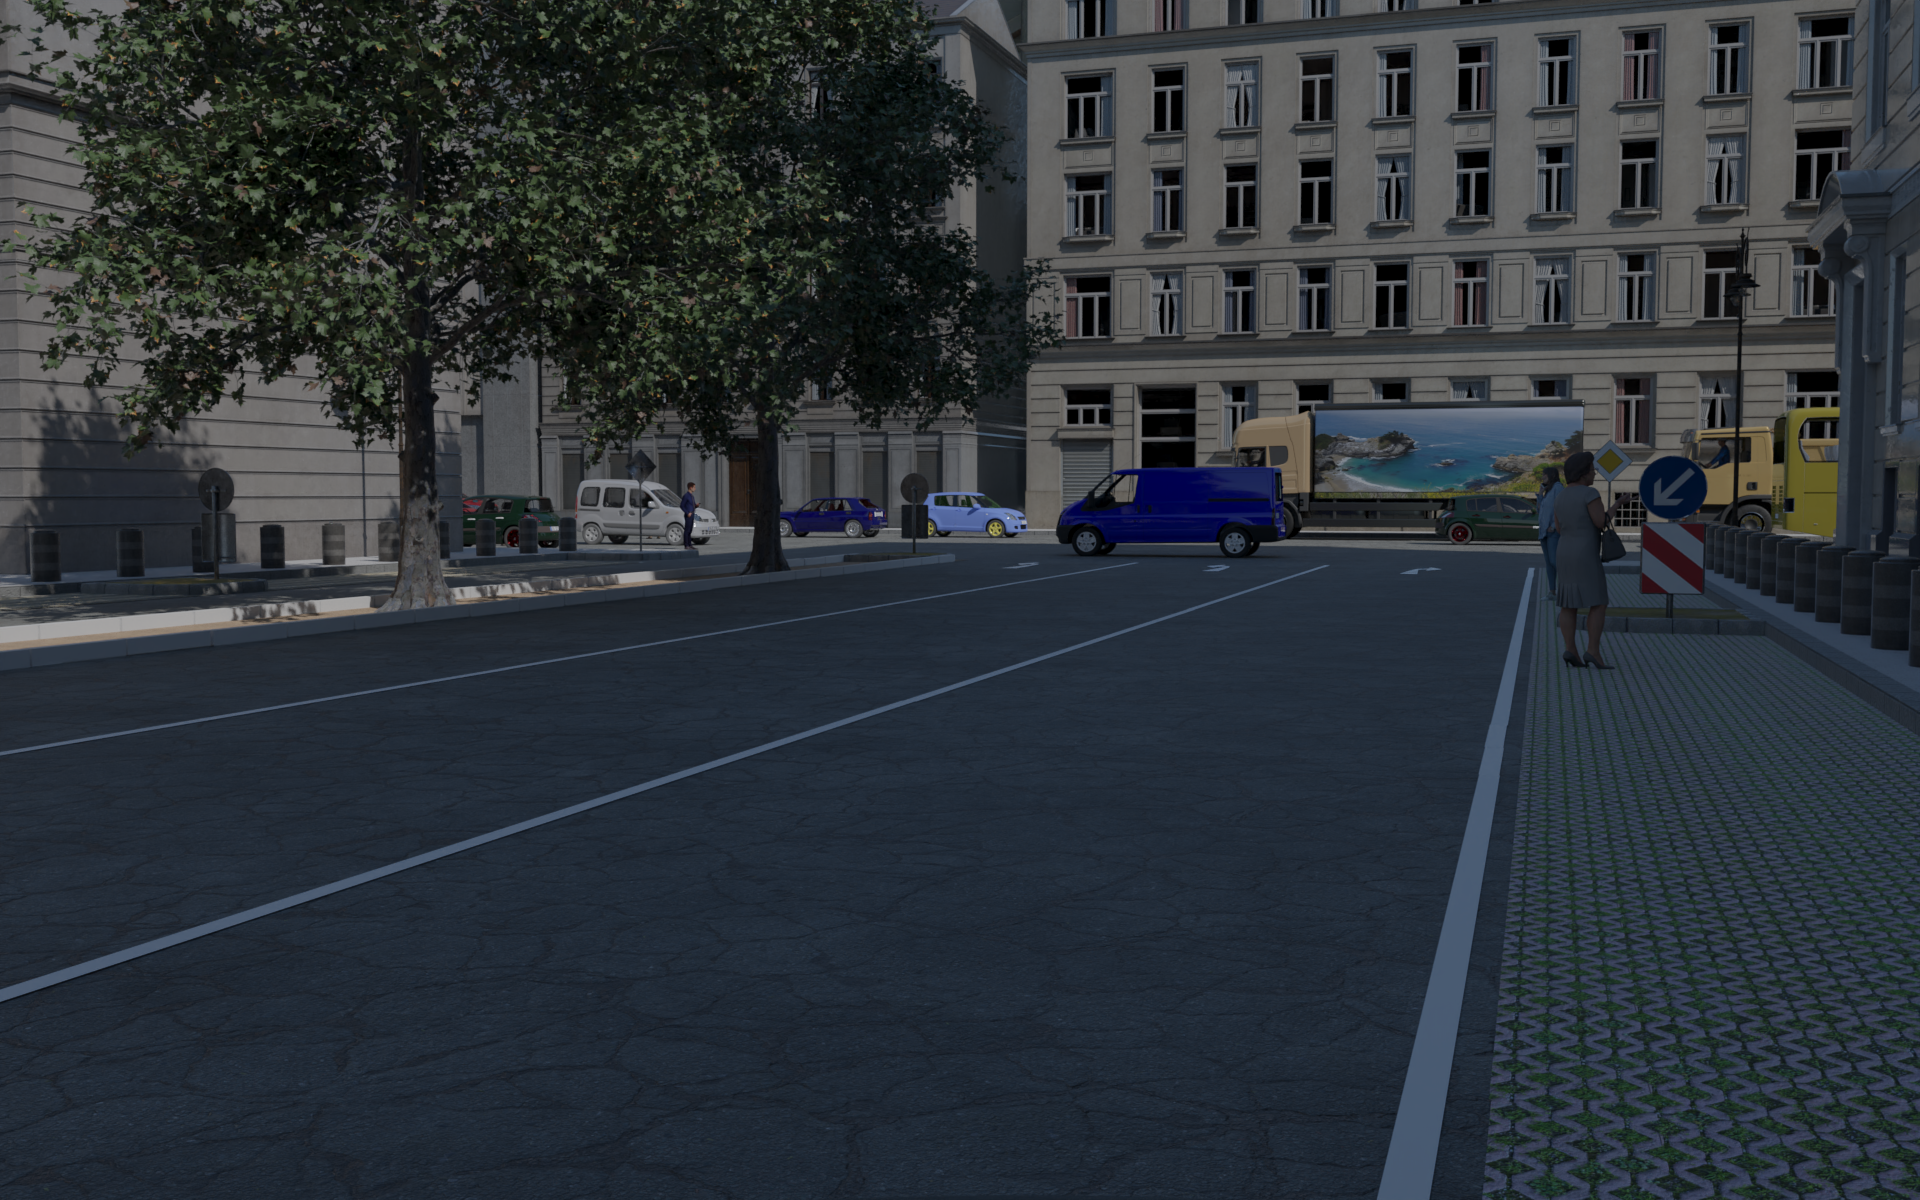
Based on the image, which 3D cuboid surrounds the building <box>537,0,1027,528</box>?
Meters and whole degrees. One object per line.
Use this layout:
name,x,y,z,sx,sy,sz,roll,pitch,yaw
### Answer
building,-6.872,-13.539,70.520,18.267,20.994,9.793,1,4,19

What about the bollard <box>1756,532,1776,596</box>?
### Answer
bollard,10.330,-0.437,21.867,0.404,0.777,0.398,0,3,0

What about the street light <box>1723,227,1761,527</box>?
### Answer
street light,13.606,-3.516,30.278,0.468,5.910,1.993,1,4,19

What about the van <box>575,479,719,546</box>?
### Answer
van,-8.867,-2.577,49.152,4.112,2.044,2.013,1,4,19

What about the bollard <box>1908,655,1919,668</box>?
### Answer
bollard,7.270,0.115,12.838,0.404,0.777,0.398,0,3,0

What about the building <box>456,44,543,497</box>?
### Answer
building,-24.635,-15.869,77.486,19.932,24.808,12.078,1,4,19

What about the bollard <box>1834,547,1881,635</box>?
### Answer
bollard,8.292,-0.069,15.853,0.404,0.777,0.398,0,3,0

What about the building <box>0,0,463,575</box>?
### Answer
building,-23.874,-11.881,36.057,24.055,21.916,13.314,1,4,19

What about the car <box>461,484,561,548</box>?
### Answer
car,-12.146,-2.119,44.434,4.222,1.686,2.009,1,4,19

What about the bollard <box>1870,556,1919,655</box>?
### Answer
bollard,7.779,0.023,14.346,0.404,0.777,0.398,0,3,0

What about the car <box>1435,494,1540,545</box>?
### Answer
car,15.551,-2.381,48.717,4.222,1.686,2.009,1,4,20

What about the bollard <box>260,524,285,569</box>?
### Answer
bollard,-11.874,-0.930,29.916,0.404,0.777,0.398,0,3,0

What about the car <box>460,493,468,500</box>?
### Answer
car,-19.644,-3.414,64.488,5.304,1.827,2.281,1,4,18

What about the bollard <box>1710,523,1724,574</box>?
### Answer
bollard,12.363,-0.805,27.877,0.404,0.777,0.398,0,3,0

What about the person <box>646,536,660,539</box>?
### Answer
person,-9.802,-2.743,55.403,0.516,1.574,0.319,-3,4,-37

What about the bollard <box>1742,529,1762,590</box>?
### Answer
bollard,10.838,-0.530,23.376,0.404,0.777,0.398,0,3,0

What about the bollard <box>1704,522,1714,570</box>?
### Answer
bollard,12.878,-0.898,29.393,0.404,0.777,0.398,0,3,0

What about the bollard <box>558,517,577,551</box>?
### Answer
bollard,-8.820,-1.481,38.931,0.404,0.777,0.398,0,3,0

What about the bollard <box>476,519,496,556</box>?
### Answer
bollard,-9.838,-1.297,35.930,0.404,0.777,0.398,0,3,0

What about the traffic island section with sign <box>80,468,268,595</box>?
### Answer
traffic island section with sign,-11.325,-1.022,25.332,1.989,1.847,2.006,1,4,19

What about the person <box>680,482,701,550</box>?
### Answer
person,-6.890,-2.157,44.476,0.504,1.737,0.576,0,4,4

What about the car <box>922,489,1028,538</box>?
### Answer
car,0.401,-2.926,57.429,3.694,1.707,1.945,1,4,20

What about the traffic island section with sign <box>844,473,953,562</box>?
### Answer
traffic island section with sign,-1.182,-1.762,36.944,2.006,1.907,1.989,1,4,19

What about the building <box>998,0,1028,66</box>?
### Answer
building,12.947,-31.603,140.416,21.300,48.544,21.600,1,4,19

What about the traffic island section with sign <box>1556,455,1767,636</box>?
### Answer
traffic island section with sign,7.468,-0.608,18.574,1.989,1.847,2.006,1,4,19

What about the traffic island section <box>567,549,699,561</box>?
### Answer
traffic island section,-7.151,-1.005,38.709,2.009,0.180,2.903,1,4,19

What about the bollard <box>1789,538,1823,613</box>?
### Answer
bollard,9.311,-0.253,18.860,0.404,0.777,0.398,0,3,0

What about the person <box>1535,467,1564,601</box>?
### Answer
person,7.949,-0.877,23.099,0.793,1.790,0.793,-3,4,-36

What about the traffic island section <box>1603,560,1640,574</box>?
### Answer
traffic island section,12.070,-0.608,32.217,2.009,0.180,2.903,1,4,19

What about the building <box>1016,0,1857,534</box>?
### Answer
building,18.203,-14.179,65.115,30.059,22.955,16.112,1,4,19

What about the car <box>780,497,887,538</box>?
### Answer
car,-4.450,-2.738,57.341,3.894,1.354,1.945,1,4,18

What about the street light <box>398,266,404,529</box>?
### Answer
street light,-10.867,-3.721,33.626,0.468,5.910,1.993,1,4,19

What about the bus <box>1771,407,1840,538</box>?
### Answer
bus,26.533,-3.084,41.962,12.252,3.916,2.896,1,4,18

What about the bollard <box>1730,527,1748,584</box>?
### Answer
bollard,11.347,-0.621,24.876,0.404,0.777,0.398,0,3,0

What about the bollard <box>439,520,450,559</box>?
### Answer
bollard,-10.345,-1.205,34.426,0.404,0.777,0.398,0,3,0

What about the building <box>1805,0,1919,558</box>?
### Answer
building,17.925,-14.197,18.027,13.634,28.700,20.117,1,4,19

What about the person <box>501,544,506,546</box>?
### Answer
person,-12.563,-1.933,48.033,0.347,0.859,0.695,-1,4,-19

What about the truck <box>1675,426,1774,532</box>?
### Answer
truck,24.835,-3.280,49.551,9.791,3.379,3.469,1,4,18

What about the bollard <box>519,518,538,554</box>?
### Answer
bollard,-9.329,-1.389,37.431,0.404,0.777,0.398,0,3,0

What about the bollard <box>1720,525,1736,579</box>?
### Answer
bollard,11.858,-0.713,26.375,0.404,0.777,0.398,0,3,0

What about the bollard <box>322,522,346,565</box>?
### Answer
bollard,-11.364,-1.021,31.416,0.404,0.777,0.398,0,3,0

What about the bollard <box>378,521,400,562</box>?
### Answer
bollard,-10.854,-1.113,32.919,0.404,0.777,0.398,0,3,0

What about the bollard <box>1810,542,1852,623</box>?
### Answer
bollard,8.798,-0.161,17.354,0.404,0.777,0.398,0,3,0

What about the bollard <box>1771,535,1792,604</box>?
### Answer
bollard,9.818,-0.345,20.361,0.404,0.777,0.398,0,3,0

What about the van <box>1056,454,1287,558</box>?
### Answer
van,4.837,-2.177,39.972,5.245,2.365,2.240,1,4,17

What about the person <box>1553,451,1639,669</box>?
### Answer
person,5.203,-0.323,14.144,0.532,1.782,0.716,-1,4,-21

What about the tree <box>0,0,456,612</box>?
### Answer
tree,-6.480,-6.191,20.682,9.611,12.733,9.660,0,3,0

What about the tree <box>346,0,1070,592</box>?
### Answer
tree,-3.302,-6.751,29.841,9.611,12.733,9.660,0,3,0

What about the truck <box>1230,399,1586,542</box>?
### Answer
truck,13.480,-3.985,54.069,11.283,4.237,2.839,1,4,19
